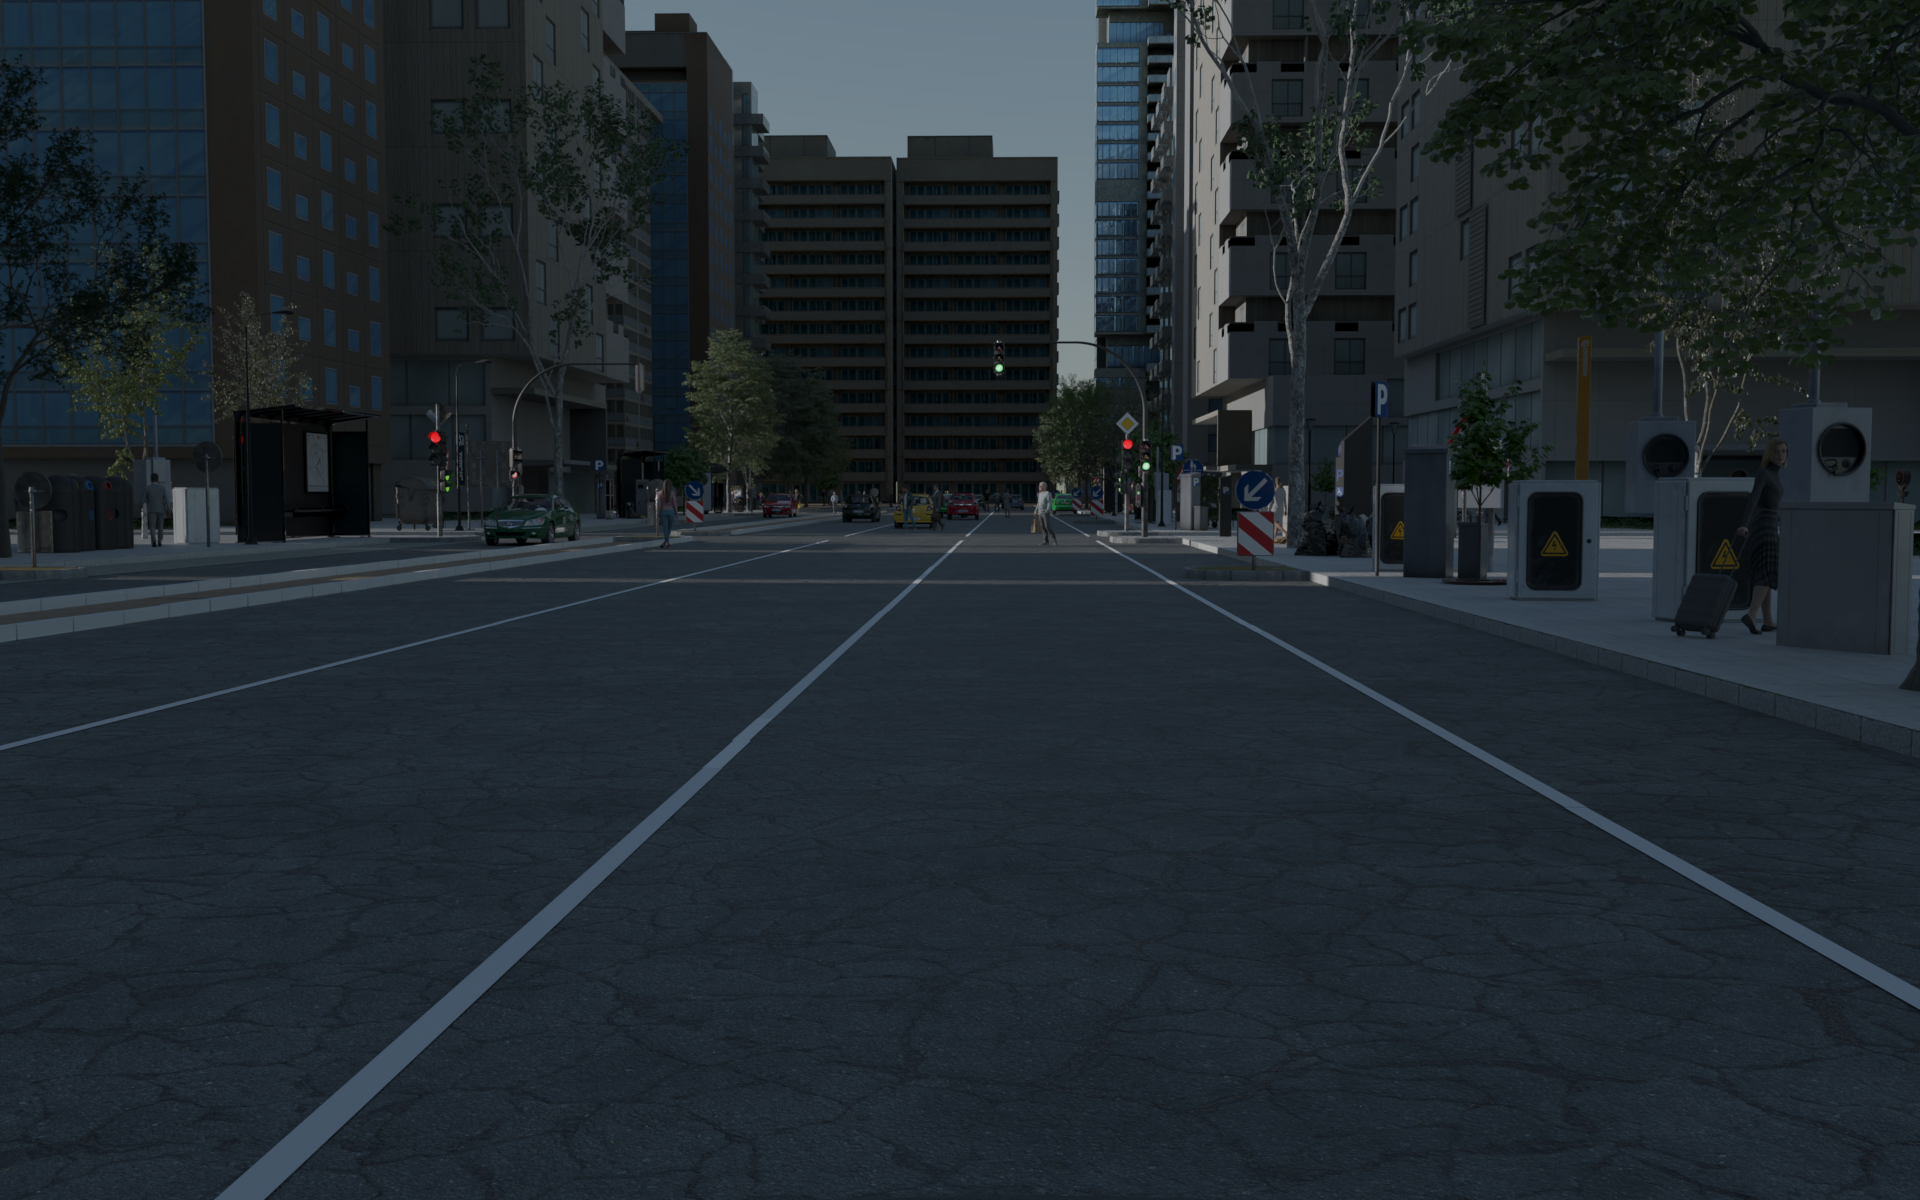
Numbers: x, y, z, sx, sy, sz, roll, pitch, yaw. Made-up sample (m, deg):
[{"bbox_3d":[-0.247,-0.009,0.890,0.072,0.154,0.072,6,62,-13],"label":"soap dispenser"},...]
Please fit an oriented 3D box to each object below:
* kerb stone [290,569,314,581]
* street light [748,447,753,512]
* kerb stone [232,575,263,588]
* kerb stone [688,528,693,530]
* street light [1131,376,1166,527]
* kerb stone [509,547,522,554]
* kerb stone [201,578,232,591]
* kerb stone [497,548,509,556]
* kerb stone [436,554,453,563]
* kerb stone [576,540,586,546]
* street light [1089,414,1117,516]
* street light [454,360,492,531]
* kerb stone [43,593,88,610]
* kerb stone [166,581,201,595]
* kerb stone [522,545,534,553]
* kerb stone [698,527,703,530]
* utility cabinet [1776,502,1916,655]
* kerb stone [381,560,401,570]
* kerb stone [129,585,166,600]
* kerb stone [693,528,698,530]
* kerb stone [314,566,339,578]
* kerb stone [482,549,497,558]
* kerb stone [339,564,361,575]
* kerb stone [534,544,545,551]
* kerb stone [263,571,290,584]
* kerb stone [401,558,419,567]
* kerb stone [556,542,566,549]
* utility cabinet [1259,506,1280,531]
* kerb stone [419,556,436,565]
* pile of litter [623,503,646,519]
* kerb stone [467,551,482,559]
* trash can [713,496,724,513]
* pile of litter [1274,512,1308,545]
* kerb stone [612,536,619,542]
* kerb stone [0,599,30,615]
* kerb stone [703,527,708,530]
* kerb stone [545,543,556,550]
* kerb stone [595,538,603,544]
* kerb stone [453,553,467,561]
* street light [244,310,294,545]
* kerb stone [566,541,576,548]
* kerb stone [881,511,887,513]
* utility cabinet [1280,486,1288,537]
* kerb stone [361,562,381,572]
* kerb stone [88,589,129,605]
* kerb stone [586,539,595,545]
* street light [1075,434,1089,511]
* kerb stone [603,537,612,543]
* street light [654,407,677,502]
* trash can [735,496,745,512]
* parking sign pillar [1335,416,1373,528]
[{"bbox_3d":[-11.060,-0.406,28.840,0.120,0.150,1.000,0,4,2],"label":"kerb stone"},{"bbox_3d":[-14.774,-9.423,126.605,1.470,5.913,1.316,0,4,2],"label":"street light"},{"bbox_3d":[-11.105,-0.281,26.789,0.120,0.150,1.000,0,4,2],"label":"kerb stone"},{"bbox_3d":[-9.989,-2.509,63.213,0.120,0.150,1.000,0,4,2],"label":"kerb stone"},{"bbox_3d":[7.414,-5.846,68.122,1.470,5.913,1.316,0,4,2],"label":"street light"},{"bbox_3d":[-10.667,-1.151,41.149,0.120,0.150,1.000,0,4,2],"label":"kerb stone"},{"bbox_3d":[-11.149,-0.219,25.768,0.120,0.150,1.000,0,4,2],"label":"kerb stone"},{"bbox_3d":[-10.702,-1.096,40.122,0.120,0.150,1.000,0,4,2],"label":"kerb stone"},{"bbox_3d":[-10.826,-0.845,36.013,0.120,0.150,1.000,0,4,2],"label":"kerb stone"},{"bbox_3d":[-10.482,-1.536,47.305,0.120,0.150,1.000,0,4,2],"label":"kerb stone"},{"bbox_3d":[8.462,-7.856,100.983,1.470,5.913,1.316,0,4,2],"label":"street light"},{"bbox_3d":[-16.879,-5.354,60.081,1.470,5.913,1.316,0,4,2],"label":"street light"},{"bbox_3d":[-11.265,0.032,21.665,0.120,0.150,1.000,0,4,2],"label":"kerb stone"},{"bbox_3d":[-11.181,-0.151,24.747,0.120,0.150,1.000,0,4,2],"label":"kerb stone"},{"bbox_3d":[-10.635,-1.222,42.178,0.120,0.150,1.000,0,4,2],"label":"kerb stone"},{"bbox_3d":[-9.922,-2.632,65.265,0.120,0.150,1.000,0,4,2],"label":"kerb stone"},{"bbox_3d":[7.284,-0.190,14.273,0.306,1.237,1.020,-2,4,-29],"label":"utility cabinet"},{"bbox_3d":[-10.925,-0.657,32.939,0.120,0.150,1.000,0,4,2],"label":"kerb stone"},{"bbox_3d":[-11.208,-0.093,23.714,0.120,0.150,1.000,0,4,2],"label":"kerb stone"},{"bbox_3d":[-9.967,-2.571,64.237,0.120,0.150,1.000,0,4,2],"label":"kerb stone"},{"bbox_3d":[-11.018,-0.469,29.871,0.120,0.150,1.000,0,4,2],"label":"kerb stone"},{"bbox_3d":[-10.726,-1.029,39.091,0.120,0.150,1.000,0,4,2],"label":"kerb stone"},{"bbox_3d":[-10.988,-0.532,30.896,0.120,0.150,1.000,0,4,2],"label":"kerb stone"},{"bbox_3d":[-10.607,-1.284,43.206,0.120,0.150,1.000,0,4,2],"label":"kerb stone"},{"bbox_3d":[-11.074,-0.340,27.811,0.120,0.150,1.000,0,4,2],"label":"kerb stone"},{"bbox_3d":[-10.888,-0.714,33.965,0.120,0.150,1.000,0,4,2],"label":"kerb stone"},{"bbox_3d":[-10.548,-1.410,45.249,0.120,0.150,1.000,0,4,2],"label":"kerb stone"},{"bbox_3d":[10.845,-3.091,59.211,1.173,1.500,0.318,0,4,-2],"label":"utility cabinet"},{"bbox_3d":[-10.860,-0.783,34.991,0.120,0.150,1.000,0,4,2],"label":"kerb stone"},{"bbox_3d":[-16.919,-4.654,90.056,1.176,0.858,1.719,-1,4,-17],"label":"pile of litter"},{"bbox_3d":[-10.768,-0.970,38.061,0.120,0.150,1.000,0,4,2],"label":"kerb stone"},{"bbox_3d":[-16.111,-6.347,115.423,0.748,1.137,0.748,0,3,0],"label":"trash can"},{"bbox_3d":[8.468,-1.855,44.296,1.176,0.858,1.719,1,4,8],"label":"pile of litter"},{"bbox_3d":[-10.363,-1.780,51.415,0.120,0.150,1.000,0,4,2],"label":"kerb stone"},{"bbox_3d":[-11.298,0.095,20.640,0.120,0.150,1.000,0,4,2],"label":"kerb stone"},{"bbox_3d":[-9.896,-2.696,66.287,0.120,0.150,1.000,0,4,2],"label":"kerb stone"},{"bbox_3d":[-10.580,-1.348,44.228,0.120,0.150,1.000,0,4,2],"label":"kerb stone"},{"bbox_3d":[-10.419,-1.662,49.364,0.120,0.150,1.000,0,4,2],"label":"kerb stone"},{"bbox_3d":[-10.805,-0.905,37.035,0.120,0.150,1.000,0,4,2],"label":"kerb stone"},{"bbox_3d":[-17.459,-4.358,43.790,1.470,5.913,1.316,0,4,2],"label":"street light"},{"bbox_3d":[-10.512,-1.473,46.274,0.120,0.150,1.000,0,4,2],"label":"kerb stone"},{"bbox_3d":[-5.742,-6.766,132.818,0.120,0.150,1.000,0,4,2],"label":"kerb stone"},{"bbox_3d":[9.049,-2.356,47.193,0.318,1.500,1.173,0,4,2],"label":"utility cabinet"},{"bbox_3d":[-10.959,-0.592,31.918,0.120,0.150,1.000,0,4,2],"label":"kerb stone"},{"bbox_3d":[-11.234,-0.030,22.687,0.120,0.150,1.000,0,4,2],"label":"kerb stone"},{"bbox_3d":[-10.445,-1.599,48.332,0.120,0.150,1.000,0,4,2],"label":"kerb stone"},{"bbox_3d":[9.557,-9.866,133.843,1.470,5.913,1.316,0,4,2],"label":"street light"},{"bbox_3d":[-10.385,-1.724,50.390,0.120,0.150,1.000,0,4,2],"label":"kerb stone"},{"bbox_3d":[-15.852,-7.364,92.943,1.470,5.913,1.316,0,4,2],"label":"street light"},{"bbox_3d":[-15.565,-6.784,122.572,0.748,1.137,0.748,0,3,0],"label":"trash can"},{"bbox_3d":[13.518,-4.341,59.444,1.447,3.967,1.447,-2,4,-30],"label":"parking sign pillar"}]
